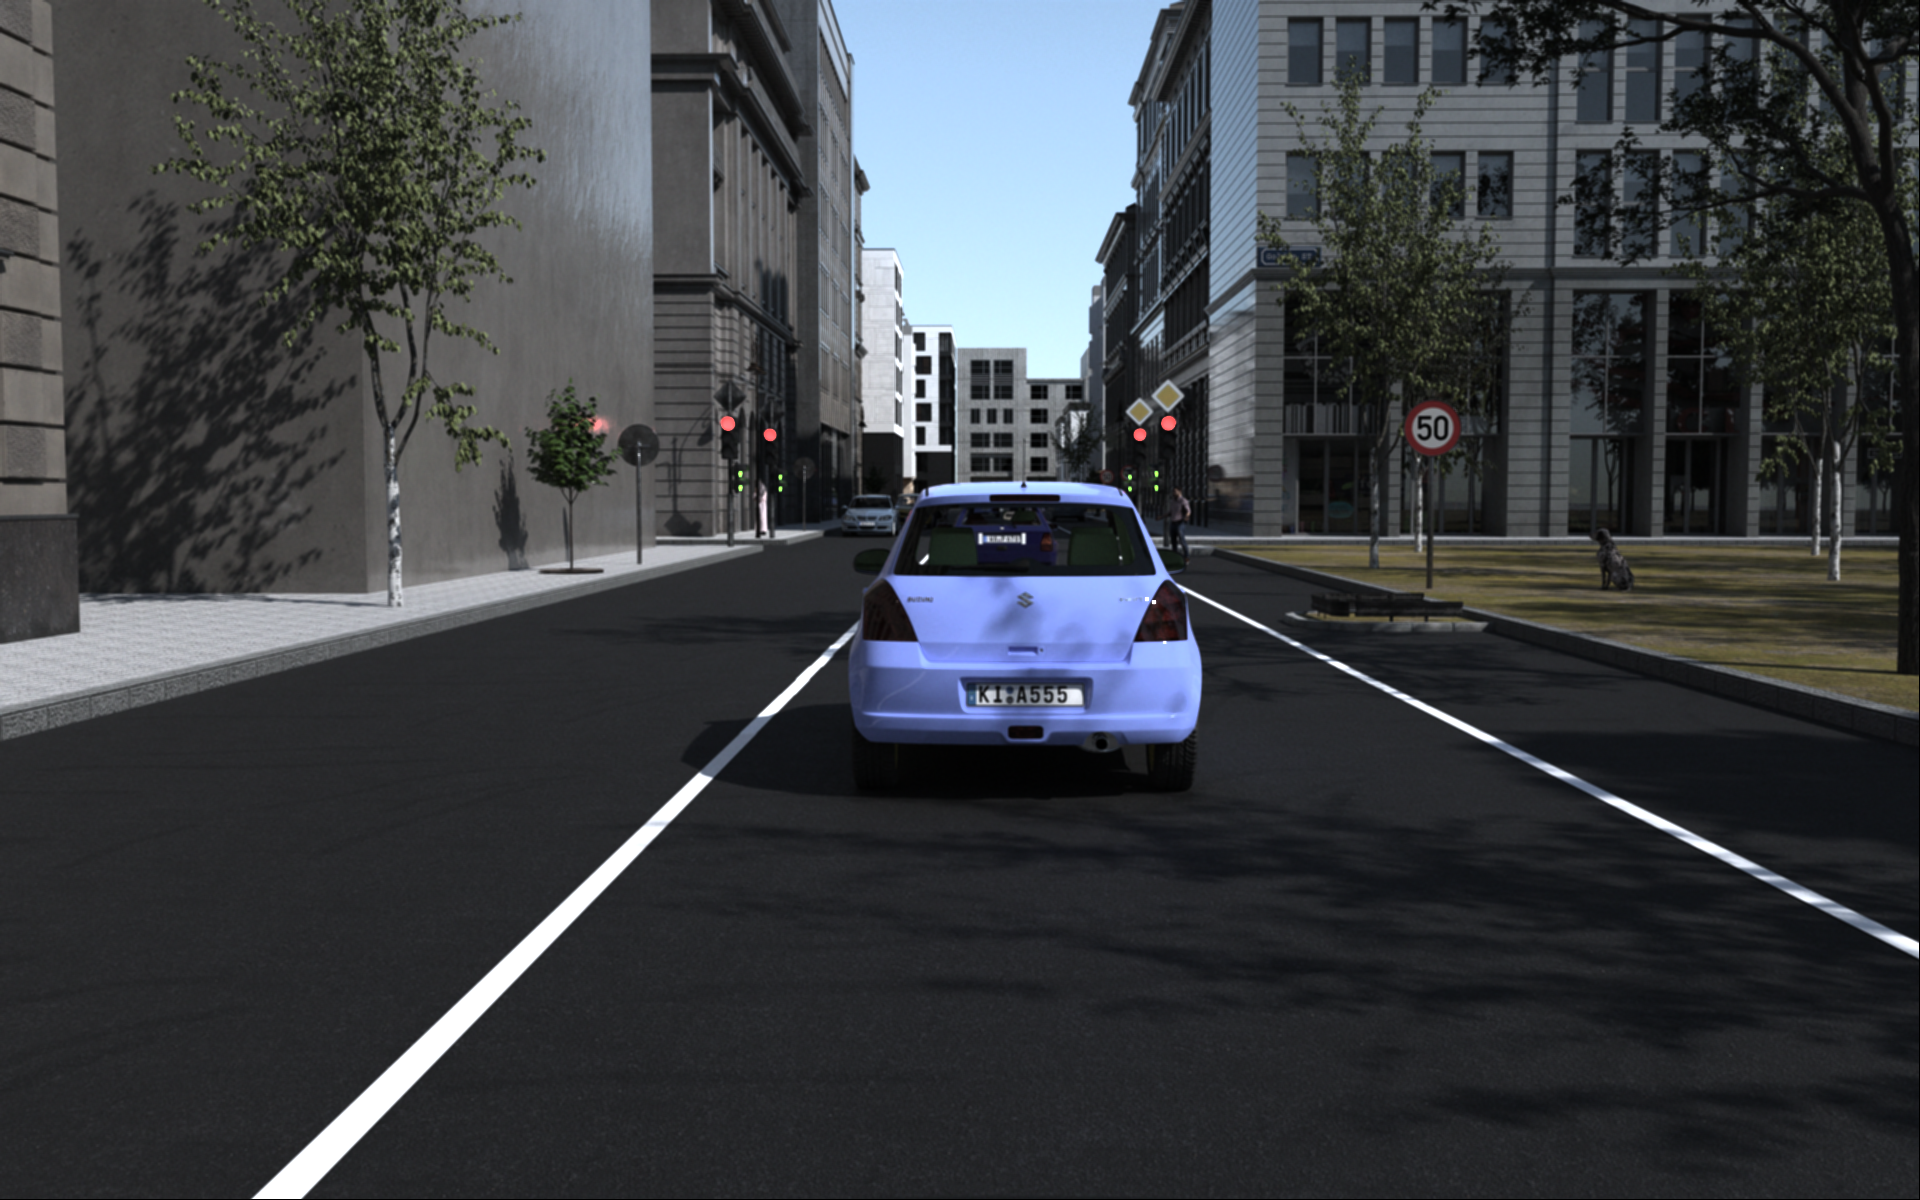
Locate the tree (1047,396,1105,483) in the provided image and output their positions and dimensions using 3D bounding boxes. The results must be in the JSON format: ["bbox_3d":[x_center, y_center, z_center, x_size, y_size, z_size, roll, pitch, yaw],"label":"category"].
[{"bbox_3d":[8.993,-11.004,130.283,4.737,8.622,4.395,0,3,0],"label":"tree"}]

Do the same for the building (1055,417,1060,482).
[{"bbox_3d":[15.301,-14.943,186.466,9.099,9.664,28.070,0,4,1],"label":"building"}]

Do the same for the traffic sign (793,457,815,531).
[{"bbox_3d":[-5.374,-3.645,59.696,0.768,2.556,0.104,1,4,9],"label":"traffic sign"}]

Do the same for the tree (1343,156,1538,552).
[{"bbox_3d":[10.144,-5.347,37.782,4.360,8.622,3.978,0,3,0],"label":"tree"}]

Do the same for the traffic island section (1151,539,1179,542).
[{"bbox_3d":[5.174,-1.695,50.002,2.009,0.180,2.903,0,4,1],"label":"traffic island section"}]

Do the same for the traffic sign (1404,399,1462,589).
[{"bbox_3d":[6.369,-1.426,23.420,0.768,2.556,0.104,0,4,5],"label":"traffic sign"}]

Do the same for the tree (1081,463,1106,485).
[{"bbox_3d":[8.242,-6.892,107.293,1.663,3.219,1.824,0,3,0],"label":"tree"}]

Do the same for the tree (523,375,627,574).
[{"bbox_3d":[-6.231,-2.059,28.259,1.663,3.219,1.824,0,3,0],"label":"tree"}]

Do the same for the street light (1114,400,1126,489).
[{"bbox_3d":[7.752,-6.802,83.999,0.468,5.910,1.993,0,4,1],"label":"street light"}]

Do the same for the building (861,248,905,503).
[{"bbox_3d":[-19.404,-18.247,142.320,27.936,21.610,32.646,0,4,1],"label":"building"}]

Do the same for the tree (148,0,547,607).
[{"bbox_3d":[-6.460,-4.212,19.226,4.737,8.622,4.395,0,3,0],"label":"tree"}]

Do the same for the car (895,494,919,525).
[{"bbox_3d":[-2.015,-3.810,72.510,2.015,1.641,3.980,0,4,-1],"label":"car"}]

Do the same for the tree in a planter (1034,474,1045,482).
[{"bbox_3d":[7.011,-9.487,152.331,1.991,3.239,1.994,0,4,1],"label":"tree in a planter"}]

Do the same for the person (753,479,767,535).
[{"bbox_3d":[-6.226,-2.884,53.870,0.551,1.740,0.621,2,4,34],"label":"person"}]

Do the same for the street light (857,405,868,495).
[{"bbox_3d":[-5.087,-7.194,90.415,0.468,5.910,1.993,0,4,1],"label":"street light"}]

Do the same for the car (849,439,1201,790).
[{"bbox_3d":[0.337,-0.007,9.710,1.945,1.707,3.694,0,4,1],"label":"car"}]

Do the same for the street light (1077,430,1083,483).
[{"bbox_3d":[8.577,-9.287,124.635,0.468,5.910,1.993,0,4,1],"label":"street light"}]

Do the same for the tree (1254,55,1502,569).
[{"bbox_3d":[7.061,-4.827,29.278,4.737,8.622,4.395,0,3,0],"label":"tree"}]

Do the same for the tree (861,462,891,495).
[{"bbox_3d":[-5.145,-6.619,102.820,1.663,3.219,1.824,0,3,0],"label":"tree"}]

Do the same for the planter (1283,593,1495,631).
[{"bbox_3d":[4.617,0.127,19.063,1.991,0.319,1.994,0,4,1],"label":"planter"}]

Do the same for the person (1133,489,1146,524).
[{"bbox_3d":[7.496,-3.932,72.878,0.613,1.512,0.480,0,4,-4],"label":"person"}]

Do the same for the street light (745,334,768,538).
[{"bbox_3d":[-5.890,-4.742,50.314,0.468,5.910,1.993,0,4,1],"label":"street light"}]

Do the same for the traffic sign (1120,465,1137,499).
[{"bbox_3d":[7.308,-4.574,74.898,0.768,2.556,0.104,0,4,3],"label":"traffic sign"}]

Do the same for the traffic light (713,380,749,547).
[{"bbox_3d":[-5.570,-3.232,42.080,0.839,4.213,0.868,0,4,1],"label":"traffic light"}]

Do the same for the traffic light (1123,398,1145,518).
[{"bbox_3d":[5.134,-3.709,49.890,0.839,4.213,0.868,0,4,1],"label":"traffic light"}]

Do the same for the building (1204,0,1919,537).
[{"bbox_3d":[23.571,-17.028,55.903,29.804,29.767,11.434,0,4,1],"label":"building"}]

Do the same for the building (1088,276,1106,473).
[{"bbox_3d":[18.425,-17.245,138.377,16.016,20.091,11.380,0,4,1],"label":"building"}]

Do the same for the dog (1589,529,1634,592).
[{"bbox_3d":[8.703,-0.527,22.996,0.513,0.831,0.800,0,4,7],"label":"dog"}]

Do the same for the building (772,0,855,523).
[{"bbox_3d":[-11.995,-16.373,85.726,12.078,24.808,19.932,0,4,1],"label":"building"}]

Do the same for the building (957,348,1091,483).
[{"bbox_3d":[15.512,-21.467,217.448,31.486,18.905,16.747,0,4,1],"label":"building"}]

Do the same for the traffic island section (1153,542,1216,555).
[{"bbox_3d":[5.030,-1.207,42.018,2.009,0.180,2.903,0,4,1],"label":"traffic island section"}]

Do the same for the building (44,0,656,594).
[{"bbox_3d":[-24.447,-13.876,31.381,34.151,26.468,19.350,0,4,1],"label":"building"}]

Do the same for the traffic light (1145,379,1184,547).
[{"bbox_3d":[4.990,-3.221,41.906,0.839,4.213,0.868,0,4,1],"label":"traffic light"}]

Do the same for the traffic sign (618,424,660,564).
[{"bbox_3d":[-5.865,-1.927,31.617,0.768,2.556,0.104,0,4,2],"label":"traffic sign"}]

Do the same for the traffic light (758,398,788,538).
[{"bbox_3d":[-5.426,-3.720,50.063,0.839,4.213,0.868,0,4,1],"label":"traffic light"}]

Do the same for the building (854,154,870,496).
[{"bbox_3d":[-12.642,-19.014,108.140,12.463,27.353,25.104,0,4,1],"label":"building"}]

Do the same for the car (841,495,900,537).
[{"bbox_3d":[-3.013,-2.894,59.320,2.014,1.417,4.499,0,4,2],"label":"car"}]

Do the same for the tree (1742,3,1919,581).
[{"bbox_3d":[12.776,-4.589,25.387,4.737,8.622,4.395,0,3,0],"label":"tree"}]

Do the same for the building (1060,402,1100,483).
[{"bbox_3d":[14.521,-13.230,158.457,9.099,9.664,28.070,0,4,1],"label":"building"}]

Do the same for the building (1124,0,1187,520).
[{"bbox_3d":[16.423,-18.800,93.281,13.634,28.700,20.117,0,4,1],"label":"building"}]

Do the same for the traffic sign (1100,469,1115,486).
[{"bbox_3d":[7.547,-5.431,88.904,0.768,2.556,0.104,1,4,10],"label":"traffic sign"}]

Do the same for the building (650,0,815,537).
[{"bbox_3d":[-13.108,-13.541,63.196,13.314,21.916,24.055,0,4,1],"label":"building"}]

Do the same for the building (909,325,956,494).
[{"bbox_3d":[-17.022,-23.230,223.783,32.646,21.610,27.936,0,4,1],"label":"building"}]

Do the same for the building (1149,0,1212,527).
[{"bbox_3d":[14.301,-14.898,72.468,11.050,23.489,19.941,0,4,1],"label":"building"}]

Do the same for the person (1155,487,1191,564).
[{"bbox_3d":[4.441,-1.528,35.442,0.435,1.587,0.963,-3,5,-42],"label":"person"}]

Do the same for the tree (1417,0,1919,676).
[{"bbox_3d":[7.028,-4.765,12.315,8.767,10.594,7.601,2,4,30],"label":"tree"}]

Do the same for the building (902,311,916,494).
[{"bbox_3d":[-12.463,-19.604,176.938,16.016,20.091,11.380,0,4,1],"label":"building"}]

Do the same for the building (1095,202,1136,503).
[{"bbox_3d":[15.298,-17.021,114.442,11.583,22.565,21.152,0,4,1],"label":"building"}]

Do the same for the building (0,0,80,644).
[{"bbox_3d":[-14.019,-12.598,3.246,12.463,27.353,25.104,0,4,1],"label":"building"}]
